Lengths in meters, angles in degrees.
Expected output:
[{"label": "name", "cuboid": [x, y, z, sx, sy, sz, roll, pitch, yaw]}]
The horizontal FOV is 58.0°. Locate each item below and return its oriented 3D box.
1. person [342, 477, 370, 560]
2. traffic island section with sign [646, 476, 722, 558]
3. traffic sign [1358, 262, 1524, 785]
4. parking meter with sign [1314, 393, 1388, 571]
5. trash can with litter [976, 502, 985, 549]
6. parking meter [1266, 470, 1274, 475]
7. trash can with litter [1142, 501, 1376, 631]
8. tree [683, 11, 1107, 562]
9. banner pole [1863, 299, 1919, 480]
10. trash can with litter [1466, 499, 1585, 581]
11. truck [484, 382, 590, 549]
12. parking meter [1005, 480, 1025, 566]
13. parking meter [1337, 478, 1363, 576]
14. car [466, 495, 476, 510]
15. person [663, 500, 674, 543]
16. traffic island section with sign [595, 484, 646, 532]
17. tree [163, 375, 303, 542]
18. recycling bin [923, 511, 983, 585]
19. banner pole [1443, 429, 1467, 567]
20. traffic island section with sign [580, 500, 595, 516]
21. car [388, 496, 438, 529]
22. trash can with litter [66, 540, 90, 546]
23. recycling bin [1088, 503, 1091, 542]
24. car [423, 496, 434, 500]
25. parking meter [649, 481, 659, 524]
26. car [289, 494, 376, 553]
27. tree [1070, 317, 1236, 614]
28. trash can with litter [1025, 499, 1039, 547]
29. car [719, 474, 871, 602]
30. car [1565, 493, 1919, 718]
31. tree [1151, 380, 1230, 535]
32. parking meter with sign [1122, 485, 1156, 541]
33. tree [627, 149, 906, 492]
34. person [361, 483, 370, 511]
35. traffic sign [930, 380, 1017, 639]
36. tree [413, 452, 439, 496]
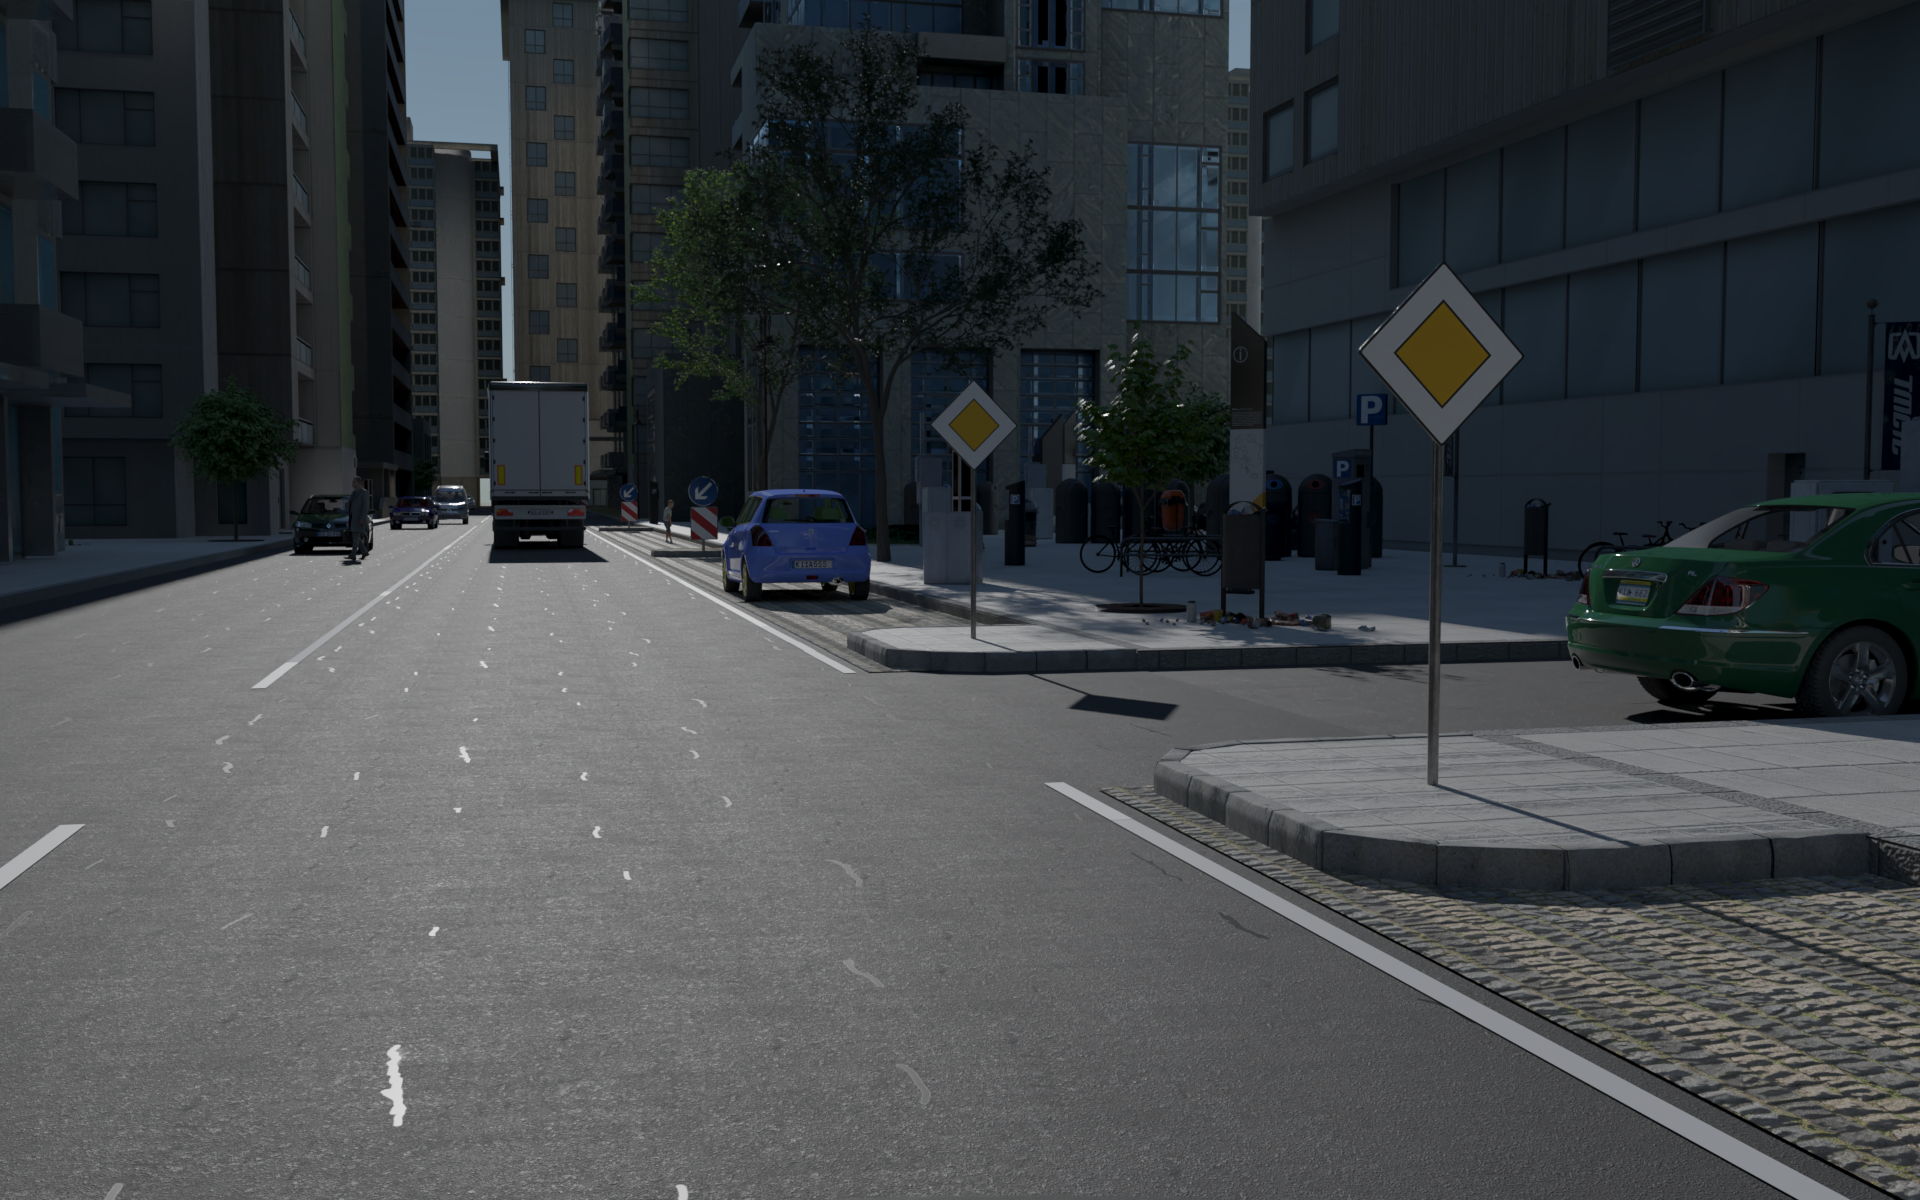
[{"label": "person", "cuboid": [-13.181, -1.784, 37.778, 0.694, 1.812, 0.767, 3, 4, 39]}, {"label": "traffic island section with sign", "cuboid": [-6.078, -1.907, 39.808, 1.989, 1.847, 2.006, -1, 4, -14]}, {"label": "traffic sign", "cuboid": [2.084, -0.241, 7.586, 0.795, 2.450, 0.064, -1, 4, -14]}, {"label": "parking meter with sign", "cuboid": [6.648, -2.036, 29.553, 0.543, 3.016, 1.738, 3, 4, 39]}, {"label": "trash can with litter", "cuboid": [0.315, -1.665, 38.612, 0.624, 1.170, 1.055, -1, 4, -18]}, {"label": "parking meter", "cuboid": [7.578, -2.269, 42.802, 0.255, 1.863, 0.399, -1, 4, -10]}, {"label": "trash can with litter", "cuboid": [2.982, -0.355, 16.857, 1.678, 1.210, 2.233, -3, 5, -40]}, {"label": "tree", "cuboid": [-1.398, -6.026, 32.942, 8.767, 10.594, 7.601, 0, 4, 4]}, {"label": "banner pole", "cuboid": [11.908, -1.970, 22.228, 0.863, 3.779, 0.401, 1, 4, 20]}, {"label": "trash can with litter", "cuboid": [8.871, -0.928, 26.235, 1.678, 1.210, 2.233, -1, 4, -17]}, {"label": "truck", "cuboid": [-11.989, -3.668, 48.882, 2.839, 4.237, 11.283, -1, 4, -15]}, {"label": "parking meter", "cuboid": [0.985, -1.386, 31.074, 0.372, 1.533, 0.369, 0, 3, 0]}, {"label": "parking meter", "cuboid": [6.166, -1.161, 27.392, 0.372, 1.533, 0.369, 0, 3, 0]}, {"label": "car", "cuboid": [-44.918, -8.834, 156.803, 2.083, 1.381, 4.827, -1, 4, -16]}, {"label": "person", "cuboid": [-8.563, -2.308, 50.913, 0.352, 1.250, 0.332, 1, 4, 11]}, {"label": "traffic island section with sign", "cuboid": [-12.858, -3.539, 66.489, 1.989, 1.847, 2.006, -1, 4, -14]}, {"label": "tree", "cuboid": [-19.781, -3.871, 47.005, 4.285, 4.588, 4.351, 0, 3, 0]}, {"label": "recycling bin", "cuboid": [-0.094, -0.751, 24.841, 0.722, 1.027, 0.722, 1, 4, 14]}, {"label": "banner pole", "cuboid": [8.590, -2.459, 30.225, 0.401, 3.779, 0.863, 2, 4, 35]}, {"label": "traffic island section with sign", "cuboid": [-24.954, -6.447, 114.034, 1.989, 1.847, 2.006, -1, 4, -14]}, {"label": "car", "cuboid": [-22.610, -3.619, 71.750, 1.945, 1.354, 3.894, -1, 4, -13]}, {"label": "trash can with litter", "cuboid": [-22.682, -1.939, 42.756, 2.233, 1.210, 1.678, -3, 4, -37]}, {"label": "recycling bin", "cuboid": [3.506, -2.091, 46.738, 0.722, 1.027, 0.722, 2, 4, 34]}, {"label": "car", "cuboid": [-29.931, -5.245, 98.333, 1.945, 1.354, 3.894, -1, 4, -13]}, {"label": "parking meter", "cuboid": [-13.225, -4.229, 74.859, 0.399, 1.863, 0.255, -2, 4, -24]}, {"label": "car", "cuboid": [-15.598, -2.042, 43.176, 2.009, 1.686, 4.222, -1, 4, -16]}, {"label": "tree", "cuboid": [1.945, -1.500, 19.126, 1.663, 3.219, 1.824, 0, 3, 0]}, {"label": "trash can with litter", "cuboid": [1.711, -1.892, 42.320, 0.624, 1.170, 1.055, 0, 4, -7]}, {"label": "car", "cuboid": [-2.370, -0.903, 24.352, 1.945, 1.707, 3.694, -1, 4, -14]}, {"label": "car", "cuboid": [6.506, 0.017, 11.528, 4.920, 1.459, 2.131, -1, 4, -14]}, {"label": "tree", "cuboid": [6.776, -4.061, 50.104, 4.285, 4.588, 4.351, 0, 3, 0]}, {"label": "parking meter with sign", "cuboid": [5.163, -3.094, 46.855, 1.738, 3.016, 0.543, -1, 4, -22]}, {"label": "tree", "cuboid": [-5.738, -7.673, 51.212, 9.928, 11.665, 9.643, 0, 3, 0]}, {"label": "person", "cuboid": [-19.810, -2.991, 57.396, 0.794, 1.824, 0.713, -1, 4, -13]}, {"label": "traffic sign", "cuboid": [0.116, -0.715, 15.325, 0.795, 2.450, 0.064, -1, 4, -14]}, {"label": "tree", "cuboid": [-42.463, -9.297, 135.724, 4.285, 4.588, 4.351, 0, 3, 0]}]
